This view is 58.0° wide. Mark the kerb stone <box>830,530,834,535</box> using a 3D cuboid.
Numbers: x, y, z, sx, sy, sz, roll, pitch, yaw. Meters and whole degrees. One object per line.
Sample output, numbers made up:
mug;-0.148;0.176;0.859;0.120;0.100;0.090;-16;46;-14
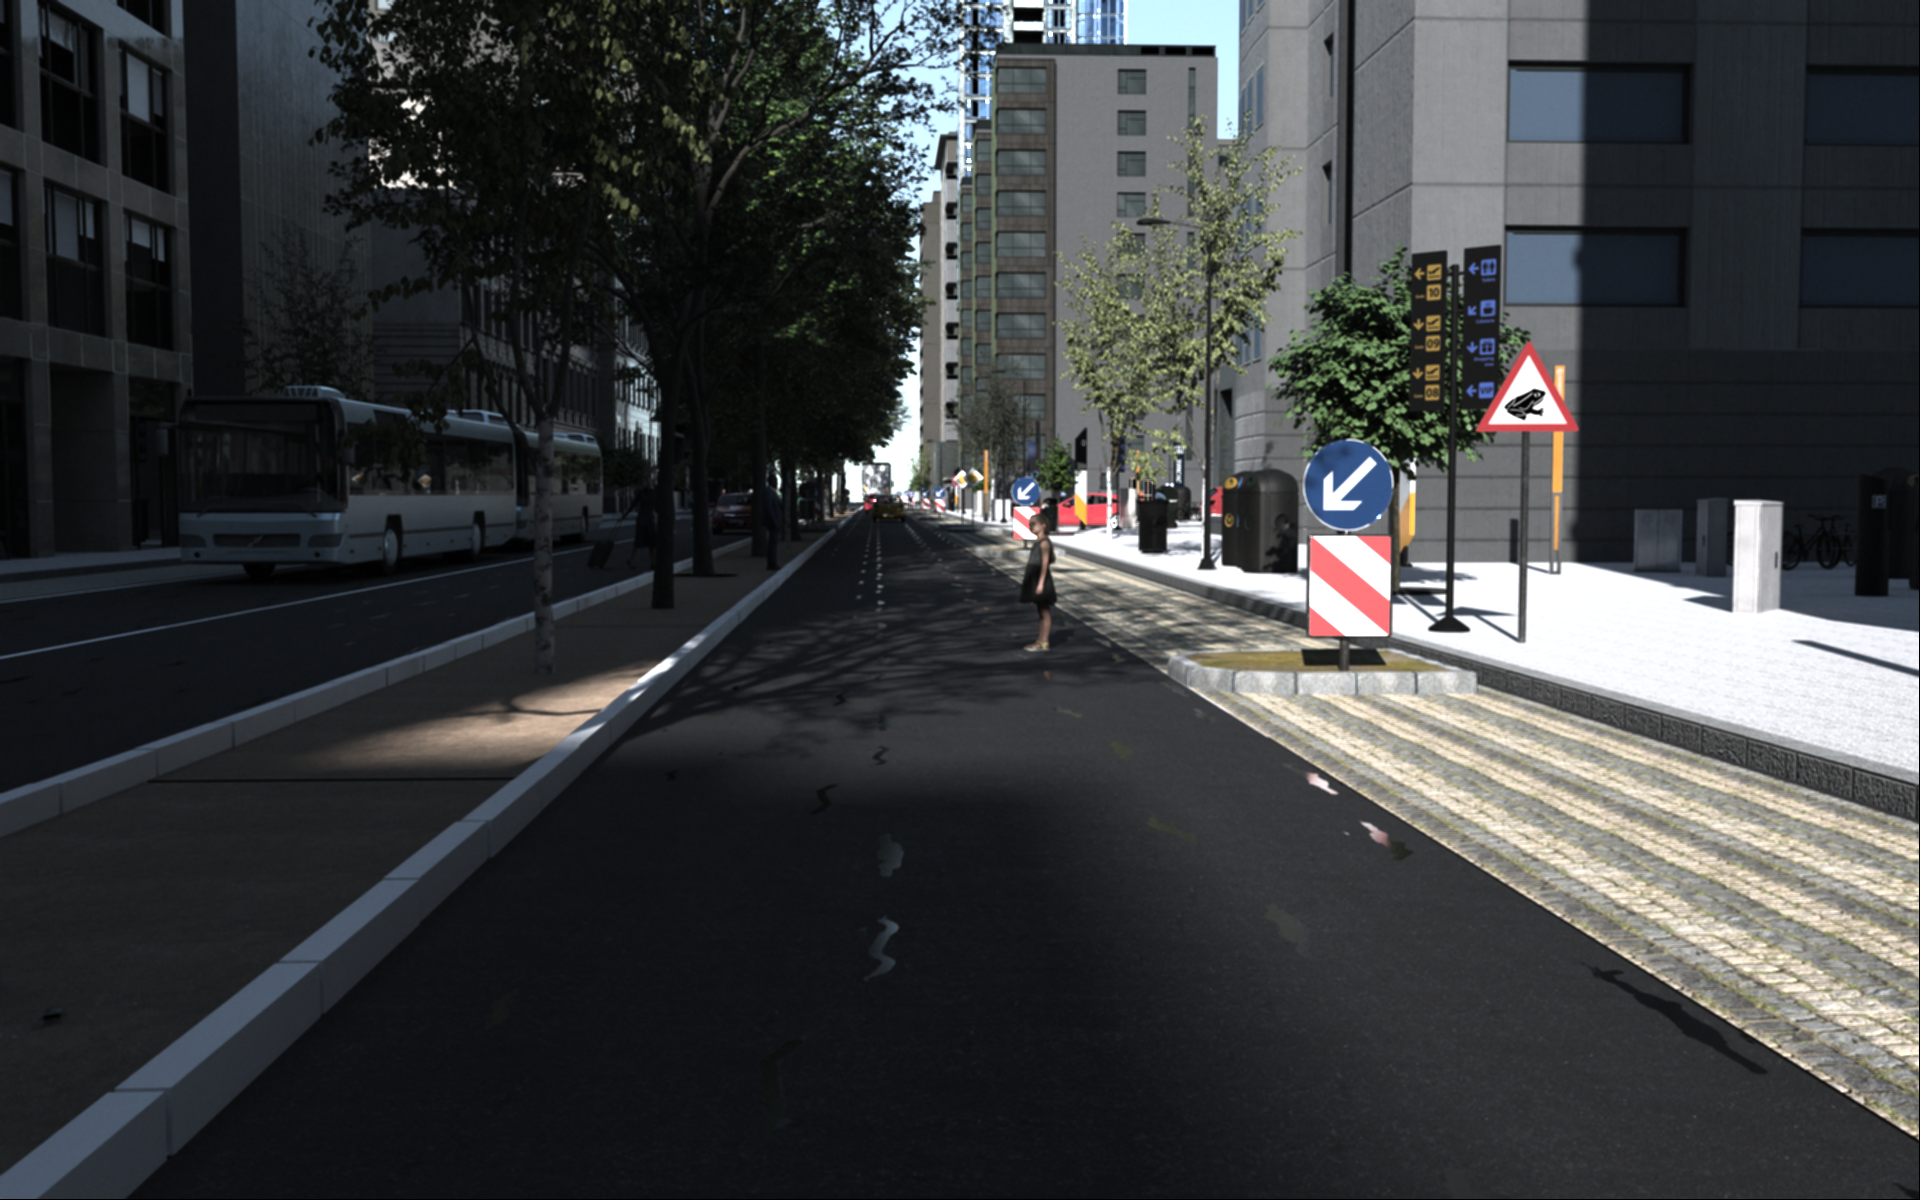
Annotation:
kerb stone;-4.339;-2.159;57.508;0.120;0.150;1.000;0;4;-3

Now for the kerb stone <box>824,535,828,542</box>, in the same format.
kerb stone;-3.998;-1.721;50.330;0.120;0.150;1.000;0;4;-3

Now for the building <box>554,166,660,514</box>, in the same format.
building;-28.737;-20.010;124.425;12.463;27.353;25.104;0;4;-3

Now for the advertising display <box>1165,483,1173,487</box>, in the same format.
advertising display;12.003;-5.637;97.385;0.974;1.923;0.123;1;4;18

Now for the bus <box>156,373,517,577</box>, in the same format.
bus;-11.198;-2.322;32.832;2.948;3.499;13.247;0;4;-2

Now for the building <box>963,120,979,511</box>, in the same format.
building;7.873;-22.354;137.195;14.160;30.474;14.107;0;4;-3

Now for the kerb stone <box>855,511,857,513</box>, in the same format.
kerb stone;-7.159;-5.760;116.378;0.120;0.150;1.000;0;4;-3

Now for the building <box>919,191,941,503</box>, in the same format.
building;4.529;-39.642;271.851;21.300;48.544;21.600;0;4;-3

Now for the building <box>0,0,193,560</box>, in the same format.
building;-27.575;-13.452;24.455;19.350;26.468;34.151;0;4;-3

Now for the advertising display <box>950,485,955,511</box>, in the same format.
advertising display;-0.540;-7.516;128.093;0.123;1.923;0.974;-1;4;-15

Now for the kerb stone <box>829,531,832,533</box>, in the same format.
kerb stone;-4.240;-2.034;55.459;0.120;0.150;1.000;0;4;-3

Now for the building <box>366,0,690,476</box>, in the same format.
building;-39.508;-34.871;159.375;28.713;52.752;27.495;0;4;-3

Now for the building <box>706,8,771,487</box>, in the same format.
building;-41.136;-58.810;274.212;22.319;86.520;31.000;0;4;-3

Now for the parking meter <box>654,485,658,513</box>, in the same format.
parking meter;-20.154;-6.682;114.962;0.255;1.863;0.399;0;4;-7

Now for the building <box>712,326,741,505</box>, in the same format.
building;-34.273;-26.843;210.586;14.160;30.474;14.107;0;4;-3

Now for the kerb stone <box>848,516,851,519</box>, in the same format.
kerb stone;-5.940;-4.195;90.783;0.120;0.150;1.000;0;4;-3

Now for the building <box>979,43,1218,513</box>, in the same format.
building;8.956;-21.006;115.155;14.160;30.474;14.107;0;4;-3

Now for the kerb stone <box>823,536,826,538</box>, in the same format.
kerb stone;-3.950;-1.655;49.309;0.120;0.150;1.000;0;4;-3

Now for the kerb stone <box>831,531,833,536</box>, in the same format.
kerb stone;-4.292;-2.097;56.487;0.120;0.150;1.000;0;4;-3

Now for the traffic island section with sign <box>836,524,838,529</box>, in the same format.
traffic island section with sign;-6.104;-3.922;72.268;2.006;1.907;1.989;0;4;-3

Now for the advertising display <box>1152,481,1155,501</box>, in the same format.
advertising display;9.911;-5.110;88.755;0.123;1.923;0.974;0;4;8

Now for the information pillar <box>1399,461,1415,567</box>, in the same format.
information pillar;7.869;-2.393;30.480;0.183;3.616;0.504;-1;4;-10

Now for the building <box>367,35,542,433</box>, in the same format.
building;-26.223;-14.231;81.830;9.793;20.994;18.267;0;4;-3

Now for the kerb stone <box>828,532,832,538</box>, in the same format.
kerb stone;-4.190;-1.972;54.438;0.120;0.150;1.000;0;4;-3

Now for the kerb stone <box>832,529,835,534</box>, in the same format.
kerb stone;-4.382;-2.222;58.529;0.120;0.150;1.000;0;4;-3

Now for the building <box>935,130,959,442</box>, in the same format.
building;11.085;-40.261;247.506;28.713;52.752;27.495;0;4;-3

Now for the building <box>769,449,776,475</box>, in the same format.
building;-39.192;-39.635;298.146;14.600;45.320;14.200;0;4;-3

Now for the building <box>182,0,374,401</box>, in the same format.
building;-35.232;-14.387;54.287;30.058;24.678;14.314;0;4;-3

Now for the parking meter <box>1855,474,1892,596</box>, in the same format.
parking meter;11.515;-0.821;21.833;0.372;1.533;0.369;0;3;0

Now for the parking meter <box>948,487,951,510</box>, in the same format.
parking meter;-0.703;-7.969;135.997;0.399;1.863;0.255;-2;4;-29

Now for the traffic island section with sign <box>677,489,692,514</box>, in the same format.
traffic island section with sign;-18.785;-6.917;121.723;1.989;1.847;2.006;0;4;-3

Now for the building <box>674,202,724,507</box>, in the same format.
building;-37.576;-32.630;188.118;22.147;44.769;28.867;0;4;-3

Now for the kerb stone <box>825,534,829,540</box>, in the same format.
kerb stone;-4.040;-1.784;51.360;0.120;0.150;1.000;0;4;-3

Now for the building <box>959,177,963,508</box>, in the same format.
building;6.804;-23.779;160.482;14.160;30.474;14.107;0;4;-3

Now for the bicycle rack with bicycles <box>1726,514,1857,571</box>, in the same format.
bicycle rack with bicycles;14.627;-1.041;30.398;2.925;0.926;2.852;-1;4;-19

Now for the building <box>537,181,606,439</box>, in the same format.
building;-27.911;-16.229;101.498;11.583;22.565;21.152;0;4;-3

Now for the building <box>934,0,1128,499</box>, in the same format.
building;8.511;-54.599;205.365;22.319;86.520;31.000;0;4;-3

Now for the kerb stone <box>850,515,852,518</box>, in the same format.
kerb stone;-6.132;-4.443;94.872;0.120;0.150;1.000;0;4;-3

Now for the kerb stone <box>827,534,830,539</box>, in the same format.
kerb stone;-4.093;-1.844;52.381;0.120;0.150;1.000;0;4;-3

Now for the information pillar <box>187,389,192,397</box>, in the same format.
information pillar;-17.186;-2.897;38.724;0.183;3.616;0.504;-2;4;-26

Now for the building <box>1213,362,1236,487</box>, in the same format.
building;28.730;-47.275;85.619;31.000;86.520;22.319;0;4;-3

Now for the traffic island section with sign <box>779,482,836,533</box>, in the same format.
traffic island section with sign;-5.760;-3.470;64.869;2.006;1.907;1.989;0;4;-3

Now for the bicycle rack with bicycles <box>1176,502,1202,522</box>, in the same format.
bicycle rack with bicycles;11.530;-4.167;81.518;2.925;0.926;2.852;-1;4;-14

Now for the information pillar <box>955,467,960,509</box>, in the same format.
information pillar;-0.233;-9.519;146.984;0.504;3.616;0.183;-2;4;-33

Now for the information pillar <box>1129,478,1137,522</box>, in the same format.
information pillar;7.928;-4.579;79.356;0.304;2.012;0.304;-1;4;-19

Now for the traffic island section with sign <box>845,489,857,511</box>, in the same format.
traffic island section with sign;-9.709;-8.513;147.320;2.006;1.907;1.989;0;4;-3

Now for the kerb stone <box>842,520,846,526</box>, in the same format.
kerb stone;-5.299;-3.372;77.472;0.120;0.150;1.000;0;4;-3

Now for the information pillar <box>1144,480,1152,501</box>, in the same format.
information pillar;9.912;-5.306;91.241;0.304;2.012;0.304;-3;4;-36

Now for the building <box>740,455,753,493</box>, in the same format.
building;-39.562;-36.148;245.649;22.147;44.769;28.867;0;4;-3

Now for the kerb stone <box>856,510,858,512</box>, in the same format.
kerb stone;-7.352;-6.011;120.482;0.120;0.150;1.000;0;4;-3

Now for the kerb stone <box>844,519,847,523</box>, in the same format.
kerb stone;-5.393;-3.506;79.513;0.120;0.150;1.000;0;4;-3

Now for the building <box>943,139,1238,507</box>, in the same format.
building;14.505;-29.829;179.588;32.217;40.220;23.993;0;4;-3

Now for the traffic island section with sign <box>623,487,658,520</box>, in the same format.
traffic island section with sign;-17.490;-5.270;94.799;1.989;1.847;2.006;0;4;-3

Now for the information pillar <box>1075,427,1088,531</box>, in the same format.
information pillar;4.239;-4.234;60.574;0.504;3.616;0.183;-3;4;-38

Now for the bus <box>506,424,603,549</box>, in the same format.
bus;-12.051;-3.211;47.354;2.948;3.499;13.247;0;4;-3

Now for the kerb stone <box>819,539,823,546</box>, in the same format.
kerb stone;-3.800;-1.471;46.246;0.120;0.150;1.000;0;4;-3

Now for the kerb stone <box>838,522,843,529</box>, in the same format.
kerb stone;-5.045;-3.067;72.354;0.120;0.150;1.000;0;4;-3

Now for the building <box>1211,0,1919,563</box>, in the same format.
building;18.138;-30.764;44.992;21.231;58.520;28.212;0;4;-3

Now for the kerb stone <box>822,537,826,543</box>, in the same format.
kerb stone;-3.890;-1.590;48.289;0.120;0.150;1.000;0;4;-3

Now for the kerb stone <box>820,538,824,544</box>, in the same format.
kerb stone;-3.855;-1.531;47.267;0.120;0.150;1.000;0;4;-3
